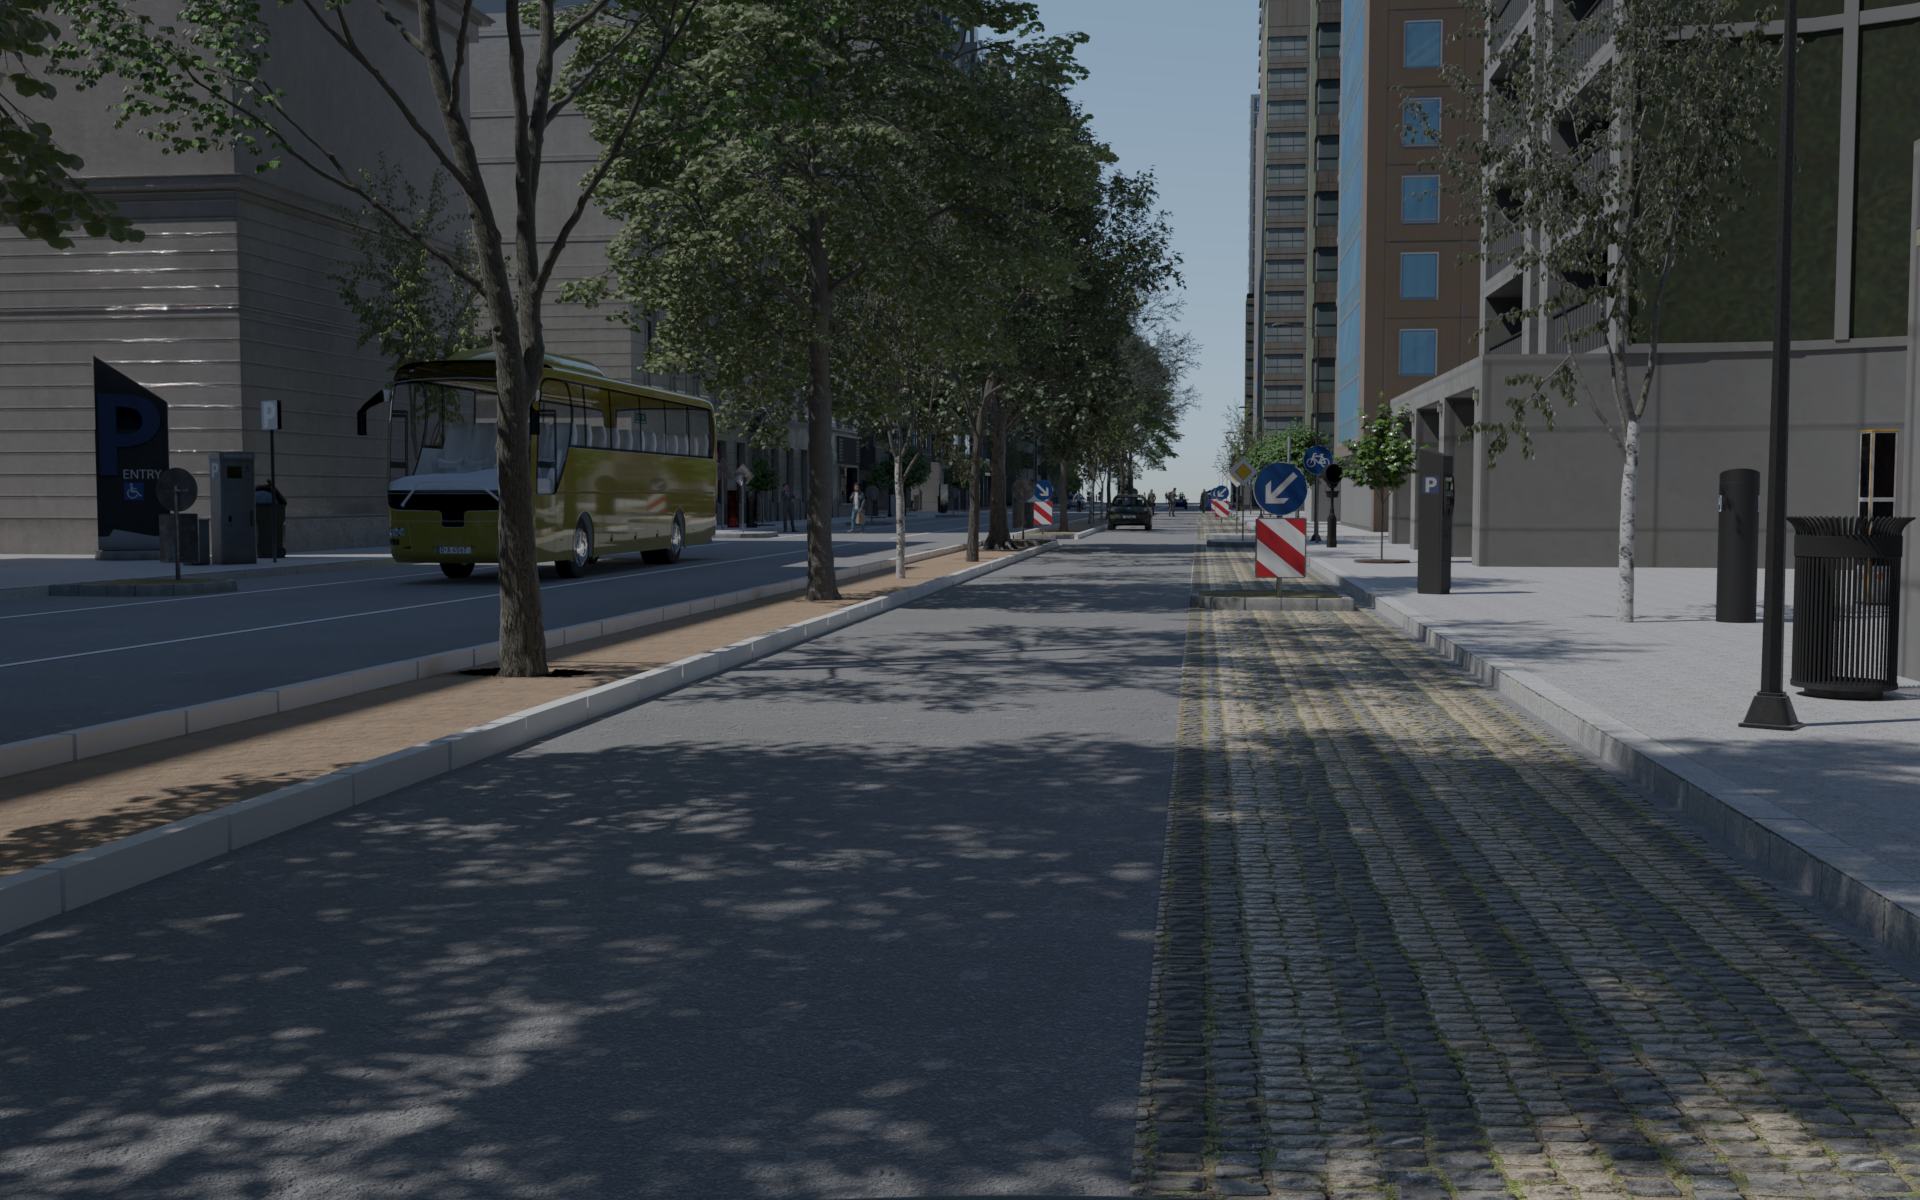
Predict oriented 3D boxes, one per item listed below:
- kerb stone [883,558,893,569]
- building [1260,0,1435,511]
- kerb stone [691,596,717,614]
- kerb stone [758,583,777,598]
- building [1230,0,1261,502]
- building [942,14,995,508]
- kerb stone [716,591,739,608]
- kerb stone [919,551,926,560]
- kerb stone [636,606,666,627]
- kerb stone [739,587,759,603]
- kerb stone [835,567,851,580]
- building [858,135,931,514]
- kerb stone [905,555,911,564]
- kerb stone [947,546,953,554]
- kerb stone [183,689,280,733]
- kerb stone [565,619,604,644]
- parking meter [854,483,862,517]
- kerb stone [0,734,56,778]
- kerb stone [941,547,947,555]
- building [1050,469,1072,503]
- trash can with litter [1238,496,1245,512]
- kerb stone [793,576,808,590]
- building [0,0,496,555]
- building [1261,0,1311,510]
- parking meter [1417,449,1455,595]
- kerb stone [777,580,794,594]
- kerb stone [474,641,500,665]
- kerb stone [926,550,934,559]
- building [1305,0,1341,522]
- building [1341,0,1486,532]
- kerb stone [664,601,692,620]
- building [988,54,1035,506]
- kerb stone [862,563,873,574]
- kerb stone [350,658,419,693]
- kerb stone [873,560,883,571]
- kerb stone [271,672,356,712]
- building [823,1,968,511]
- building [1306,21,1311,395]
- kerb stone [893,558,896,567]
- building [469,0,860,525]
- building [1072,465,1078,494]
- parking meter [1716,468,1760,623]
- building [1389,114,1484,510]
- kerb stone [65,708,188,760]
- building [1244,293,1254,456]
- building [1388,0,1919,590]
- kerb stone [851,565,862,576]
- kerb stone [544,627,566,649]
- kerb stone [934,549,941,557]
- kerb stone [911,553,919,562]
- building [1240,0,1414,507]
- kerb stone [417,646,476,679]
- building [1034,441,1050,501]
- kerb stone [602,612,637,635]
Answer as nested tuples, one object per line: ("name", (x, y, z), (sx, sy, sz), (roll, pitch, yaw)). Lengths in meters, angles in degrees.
("kerb stone", (-1.483, -0.669, 33.128), (0.120, 0.150, 1.000), (0, 4, 8))
("building", (34.668, -31.140, 159.246), (14.600, 45.320, 14.200), (0, 4, 8))
("kerb stone", (-3.170, 0.076, 20.947), (0.120, 0.150, 1.000), (0, 4, 8))
("kerb stone", (-2.745, -0.109, 23.984), (0.120, 0.150, 1.000), (0, 4, 8))
("building", (53.802, -58.448, 268.299), (22.319, 86.520, 31.000), (0, 4, 8))
("building", (-8.288, -33.678, 170.236), (23.786, 49.044, 30.456), (0, 4, 8))
("kerb stone", (-3.026, 0.016, 21.959), (0.120, 0.150, 1.000), (0, 4, 8))
("kerb stone", (-0.913, -0.915, 37.206), (0.120, 0.150, 1.000), (0, 4, 8))
("kerb stone", (-3.456, 0.200, 18.923), (0.120, 0.150, 1.000), (0, 4, 8))
("kerb stone", (-2.882, -0.046, 22.971), (0.120, 0.150, 1.000), (0, 4, 8))
("kerb stone", (-2.035, -0.420, 29.067), (0.120, 0.150, 1.000), (0, 4, 8))
("building", (-10.668, -19.712, 115.792), (14.314, 27.812, 24.014), (0, 4, 8))
("kerb stone", (-1.194, -0.793, 35.168), (0.120, 0.150, 1.000), (0, 4, 8))
("kerb stone", (-0.354, -1.158, 41.272), (0.120, 0.150, 1.000), (0, 4, 8))
("kerb stone", (-4.576, 0.702, 10.790), (0.120, 0.150, 1.000), (0, 4, 8))
("kerb stone", (-3.727, 0.326, 16.888), (0.120, 0.150, 1.000), (0, 4, 8))
("parking meter", (-5.187, -5.045, 88.205), (0.399, 1.863, 0.255), (-1, 4, -12))
("kerb stone", (-4.864, 0.824, 8.758), (0.120, 0.150, 1.000), (0, 4, 8))
("kerb stone", (-0.495, -1.103, 40.260), (0.120, 0.150, 1.000), (0, 4, 8))
("building", (4.462, -43.069, 246.170), (21.231, 58.520, 28.212), (0, 4, 8))
("trash can with litter", (20.771, -7.109, 127.619), (0.624, 1.170, 1.055), (-1, 4, -10))
("kerb stone", (-2.462, -0.230, 26.012), (0.120, 0.150, 1.000), (0, 4, 8))
("building", (-25.535, -12.296, 42.846), (24.055, 21.916, 13.314), (0, 4, 8))
("building", (32.494, -28.243, 145.366), (14.154, 41.232, 14.086), (0, 4, 8))
("parking meter", (6.101, -1.008, 22.197), (0.399, 1.863, 0.255), (3, 5, 43))
("kerb stone", (-2.606, -0.164, 25.000), (0.120, 0.150, 1.000), (0, 4, 8))
("kerb stone", (-4.009, 0.451, 14.855), (0.120, 0.150, 1.000), (0, 4, 8))
("kerb stone", (-0.773, -0.980, 38.224), (0.120, 0.150, 1.000), (0, 4, 8))
("building", (24.129, -19.160, 84.969), (14.160, 30.474, 14.107), (0, 4, 8))
("building", (21.408, -25.212, 62.321), (14.200, 45.320, 14.600), (0, 4, 8))
("kerb stone", (-3.314, 0.138, 19.935), (0.120, 0.150, 1.000), (0, 4, 8))
("building", (-3.133, -34.989, 195.766), (21.300, 48.544, 21.600), (0, 4, 8))
("kerb stone", (-1.761, -0.545, 31.099), (0.120, 0.150, 1.000), (0, 4, 8))
("kerb stone", (-4.306, 0.573, 12.830), (0.120, 0.150, 1.000), (0, 4, 8))
("kerb stone", (-1.628, -0.606, 32.114), (0.120, 0.150, 1.000), (0, 4, 8))
("kerb stone", (-4.434, 0.635, 11.808), (0.120, 0.150, 1.000), (0, 4, 8))
("building", (-10.068, -43.110, 143.094), (20.563, 71.187, 20.611), (0, 4, 8))
("building", (33.419, -34.894, 112.515), (21.231, 58.520, 28.212), (0, 4, 8))
("kerb stone", (-1.345, -0.731, 34.141), (0.120, 0.150, 1.000), (0, 4, 8))
("building", (-16.292, -18.680, 81.834), (17.030, 29.872, 44.131), (0, 4, 8))
("building", (7.123, -39.603, 271.204), (21.300, 48.544, 21.600), (0, 4, 8))
("parking meter", (7.781, -0.545, 17.325), (0.372, 1.533, 0.369), (0, 3, 0))
("building", (40.300, -45.074, 175.217), (20.563, 71.187, 20.611), (0, 4, 8))
("kerb stone", (-4.717, 0.760, 9.769), (0.120, 0.150, 1.000), (0, 4, 8))
("building", (47.745, -29.110, 247.642), (14.160, 30.474, 14.107), (0, 4, 8))
("building", (19.878, -36.283, 31.474), (20.563, 71.187, 20.611), (0, 4, 8))
("kerb stone", (-1.908, -0.479, 30.082), (0.120, 0.150, 1.000), (0, 4, 8))
("kerb stone", (-3.871, 0.387, 15.868), (0.120, 0.150, 1.000), (0, 4, 8))
("kerb stone", (-0.630, -1.043, 39.242), (0.120, 0.150, 1.000), (0, 4, 8))
("kerb stone", (-1.052, -0.856, 36.193), (0.120, 0.150, 1.000), (0, 4, 8))
("building", (47.871, -48.328, 228.418), (20.563, 71.187, 20.611), (0, 4, 8))
("kerb stone", (-4.158, 0.511, 13.843), (0.120, 0.150, 1.000), (0, 4, 8))
("building", (4.193, -27.730, 225.084), (14.160, 30.474, 14.107), (0, 4, 8))
("kerb stone", (-3.581, 0.263, 17.900), (0.120, 0.150, 1.000), (0, 4, 8))
